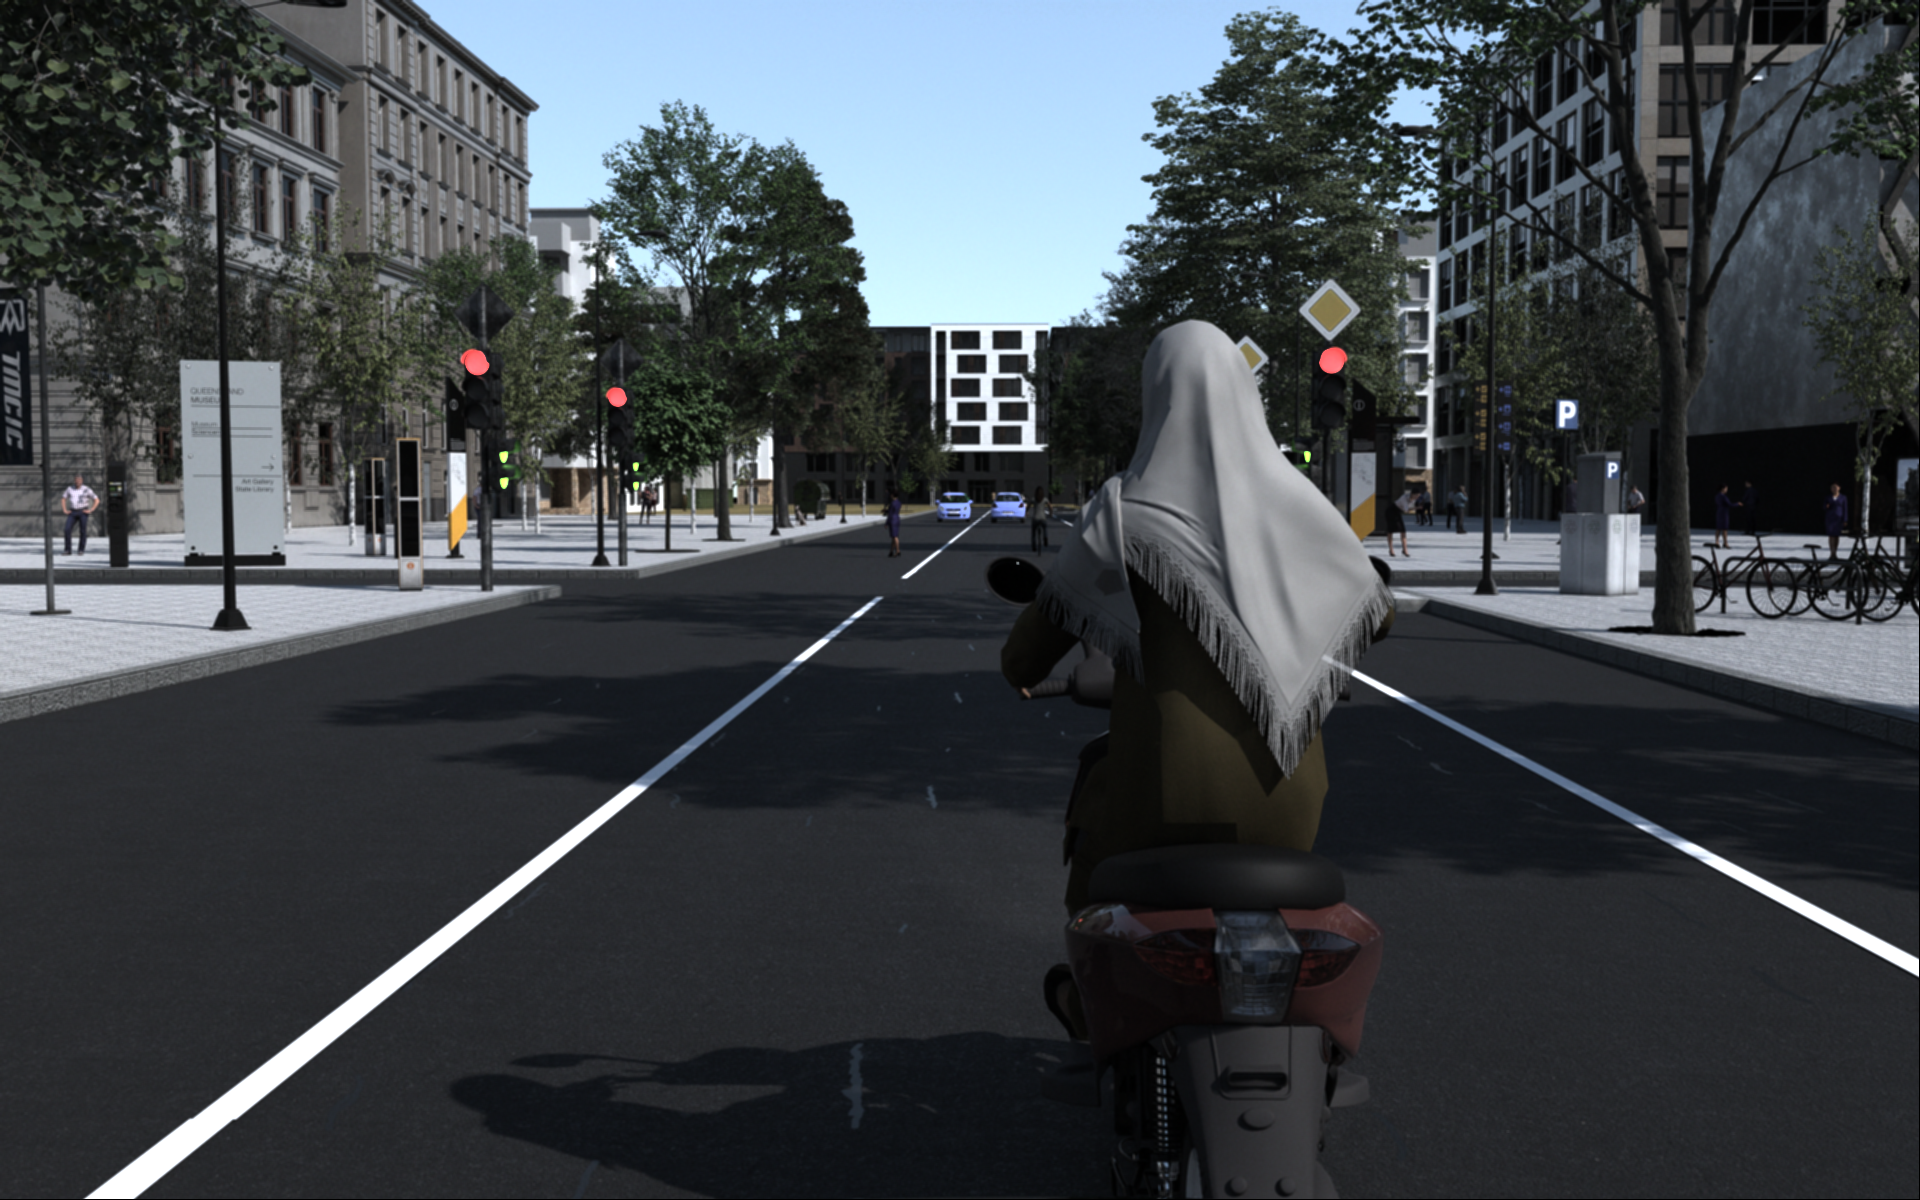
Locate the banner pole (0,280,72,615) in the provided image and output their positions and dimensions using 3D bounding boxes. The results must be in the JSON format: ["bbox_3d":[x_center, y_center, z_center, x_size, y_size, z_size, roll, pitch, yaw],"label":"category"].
[{"bbox_3d":[-9.974,-1.743,18.510,0.863,3.779,0.401,1,4,13],"label":"banner pole"}]

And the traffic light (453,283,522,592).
[{"bbox_3d":[-6.223,-2.048,22.736,0.839,4.213,0.868,0,4,2],"label":"traffic light"}]

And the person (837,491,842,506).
[{"bbox_3d":[-13.022,-10.855,186.693,0.721,1.735,1.217,-2,4,-34],"label":"person"}]

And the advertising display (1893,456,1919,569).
[{"bbox_3d":[16.383,-1.497,29.689,0.123,1.923,0.974,0,4,-7],"label":"advertising display"}]

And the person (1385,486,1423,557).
[{"bbox_3d":[9.091,-1.603,35.434,0.799,1.438,0.628,1,4,20],"label":"person"}]

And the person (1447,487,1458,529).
[{"bbox_3d":[18.320,-3.414,64.073,0.614,1.554,0.590,-1,4,-22],"label":"person"}]

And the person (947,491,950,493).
[{"bbox_3d":[-1.024,-8.780,152.718,0.551,1.740,0.621,2,4,25],"label":"person"}]

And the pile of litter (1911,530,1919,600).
[{"bbox_3d":[12.092,-0.436,21.099,1.176,0.858,1.719,3,5,41],"label":"pile of litter"}]

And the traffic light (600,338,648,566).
[{"bbox_3d":[-5.983,-2.537,30.718,0.839,4.213,0.868,0,4,2],"label":"traffic light"}]

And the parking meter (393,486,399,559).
[{"bbox_3d":[-11.075,-1.594,34.478,0.372,1.533,0.369,0,3,0],"label":"parking meter"}]

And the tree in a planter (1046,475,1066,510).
[{"bbox_3d":[8.883,-9.915,159.326,1.991,3.239,1.994,0,4,2],"label":"tree in a planter"}]

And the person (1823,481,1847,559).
[{"bbox_3d":[17.157,-1.561,33.944,0.453,1.535,0.546,1,4,11],"label":"person"}]

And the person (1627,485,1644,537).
[{"bbox_3d":[20.237,-2.668,51.874,0.590,1.554,0.614,-1,4,-18],"label":"person"}]

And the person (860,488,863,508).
[{"bbox_3d":[-9.167,-9.561,161.988,0.705,1.869,1.348,1,4,10],"label":"person"}]

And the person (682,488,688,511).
[{"bbox_3d":[-20.703,-7.581,130.723,0.721,1.736,1.217,0,4,1],"label":"person"}]

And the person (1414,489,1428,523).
[{"bbox_3d":[20.123,-4.103,75.820,0.574,1.496,0.600,0,4,-3],"label":"person"}]

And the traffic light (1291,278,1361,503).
[{"bbox_3d":[4.734,-2.029,22.424,0.839,4.213,0.868,0,4,2],"label":"traffic light"}]

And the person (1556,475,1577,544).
[{"bbox_3d":[15.570,-2.302,44.134,0.683,1.767,0.568,1,4,13],"label":"person"}]

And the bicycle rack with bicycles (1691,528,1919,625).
[{"bbox_3d":[9.287,-0.278,17.927,2.852,0.926,2.925,-1,4,-19],"label":"bicycle rack with bicycles"}]

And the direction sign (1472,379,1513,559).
[{"bbox_3d":[10.549,-2.592,34.372,0.876,3.537,0.379,-1,4,-18],"label":"direction sign"}]

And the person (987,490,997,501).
[{"bbox_3d":[3.218,-9.714,167.417,1.348,1.812,0.705,-1,4,-23],"label":"person"}]

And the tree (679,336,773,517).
[{"bbox_3d":[-13.750,-9.836,95.225,7.601,10.594,8.767,-2,4,-34],"label":"tree"}]

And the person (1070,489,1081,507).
[{"bbox_3d":[11.599,-10.171,172.363,1.348,1.821,0.705,0,4,-6],"label":"person"}]

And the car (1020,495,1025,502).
[{"bbox_3d":[3.909,-7.140,128.740,2.014,1.417,4.499,0,4,1],"label":"car"}]

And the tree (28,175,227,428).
[{"bbox_3d":[-20.421,-5.598,41.885,4.360,8.622,3.978,0,3,0],"label":"tree"}]

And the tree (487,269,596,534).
[{"bbox_3d":[-13.971,-6.463,56.033,4.737,8.622,4.395,0,3,0],"label":"tree"}]

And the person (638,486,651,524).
[{"bbox_3d":[-13.565,-4.103,74.597,0.415,1.643,0.593,3,5,42],"label":"person"}]

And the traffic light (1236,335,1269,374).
[{"bbox_3d":[4.974,-2.517,30.406,0.839,4.213,0.868,0,4,2],"label":"traffic light"}]

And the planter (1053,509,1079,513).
[{"bbox_3d":[8.071,-6.800,132.316,1.991,0.319,1.994,0,4,2],"label":"planter"}]

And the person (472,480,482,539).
[{"bbox_3d":[-13.741,-2.621,49.828,0.436,1.711,0.756,1,4,18],"label":"person"}]

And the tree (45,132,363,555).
[{"bbox_3d":[-15.340,-5.198,35.356,4.360,8.622,3.978,0,3,0],"label":"tree"}]

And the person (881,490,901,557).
[{"bbox_3d":[-1.602,-1.743,39.364,0.546,1.535,0.453,1,4,13],"label":"person"}]

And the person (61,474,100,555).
[{"bbox_3d":[-18.518,-1.797,36.359,0.756,1.711,0.436,0,4,0],"label":"person"}]

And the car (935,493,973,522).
[{"bbox_3d":[-0.312,-4.869,89.192,1.945,1.707,3.694,0,3,0],"label":"car"}]

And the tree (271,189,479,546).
[{"bbox_3d":[-14.906,-5.662,42.932,4.737,8.622,4.395,0,3,0],"label":"tree"}]

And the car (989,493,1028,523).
[{"bbox_3d":[2.425,-4.706,86.529,1.945,1.707,3.694,0,4,3],"label":"car"}]

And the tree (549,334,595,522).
[{"bbox_3d":[-16.854,-7.878,79.169,4.360,8.622,3.978,0,3,0],"label":"tree"}]

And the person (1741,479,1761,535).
[{"bbox_3d":[24.582,-2.889,53.989,0.576,1.737,0.504,-3,4,-38],"label":"person"}]

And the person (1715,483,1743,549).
[{"bbox_3d":[17.900,-1.959,40.440,0.546,1.535,0.453,-2,4,-25],"label":"person"}]

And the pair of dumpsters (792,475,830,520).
[{"bbox_3d":[-7.484,-5.154,86.763,1.574,2.255,4.436,0,4,2],"label":"pair of dumpsters"}]

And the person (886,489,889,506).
[{"bbox_3d":[-7.715,-10.662,180.815,0.568,1.767,0.683,0,4,1],"label":"person"}]

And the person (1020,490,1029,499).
[{"bbox_3d":[5.736,-9.143,158.007,1.348,1.821,0.705,-1,4,-21],"label":"person"}]

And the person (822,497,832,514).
[{"bbox_3d":[-9.025,-6.510,112.569,1.350,1.814,0.705,-1,4,-10],"label":"person"}]

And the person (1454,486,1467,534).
[{"bbox_3d":[16.086,-2.899,55.661,0.429,1.552,0.499,1,4,19],"label":"person"}]

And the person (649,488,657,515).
[{"bbox_3d":[-18.535,-5.923,104.342,0.566,1.644,0.517,0,4,-7],"label":"person"}]

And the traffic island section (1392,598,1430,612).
[{"bbox_3d":[4.773,-0.016,22.536,2.009,0.180,2.903,0,4,2],"label":"traffic island section"}]

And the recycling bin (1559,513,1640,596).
[{"bbox_3d":[8.196,-0.589,22.188,0.722,1.027,0.722,-3,4,-36],"label":"recycling bin"}]

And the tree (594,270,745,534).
[{"bbox_3d":[-8.820,-6.432,55.524,4.360,8.622,3.978,0,3,0],"label":"tree"}]

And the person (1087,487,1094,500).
[{"bbox_3d":[10.850,-8.414,143.473,0.709,1.838,0.599,-3,4,-37],"label":"person"}]

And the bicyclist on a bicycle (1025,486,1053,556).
[{"bbox_3d":[1.841,-1.849,40.252,1.499,1.676,1.625,0,4,3],"label":"bicyclist on a bicycle"}]

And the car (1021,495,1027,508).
[{"bbox_3d":[4.964,-8.707,154.716,2.083,1.381,4.827,0,4,0],"label":"car"}]

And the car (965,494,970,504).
[{"bbox_3d":[-0.067,-9.089,157.399,1.959,1.807,4.718,0,4,3],"label":"car"}]

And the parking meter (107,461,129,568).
[{"bbox_3d":[-14.657,-1.495,30.147,0.255,1.863,0.399,-1,4,-18],"label":"parking meter"}]

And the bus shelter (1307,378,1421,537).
[{"bbox_3d":[11.458,-4.479,50.858,2.179,5.291,8.768,0,4,2],"label":"bus shelter"}]

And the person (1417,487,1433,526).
[{"bbox_3d":[18.860,-3.790,70.227,0.590,1.554,0.614,2,4,31],"label":"person"}]
